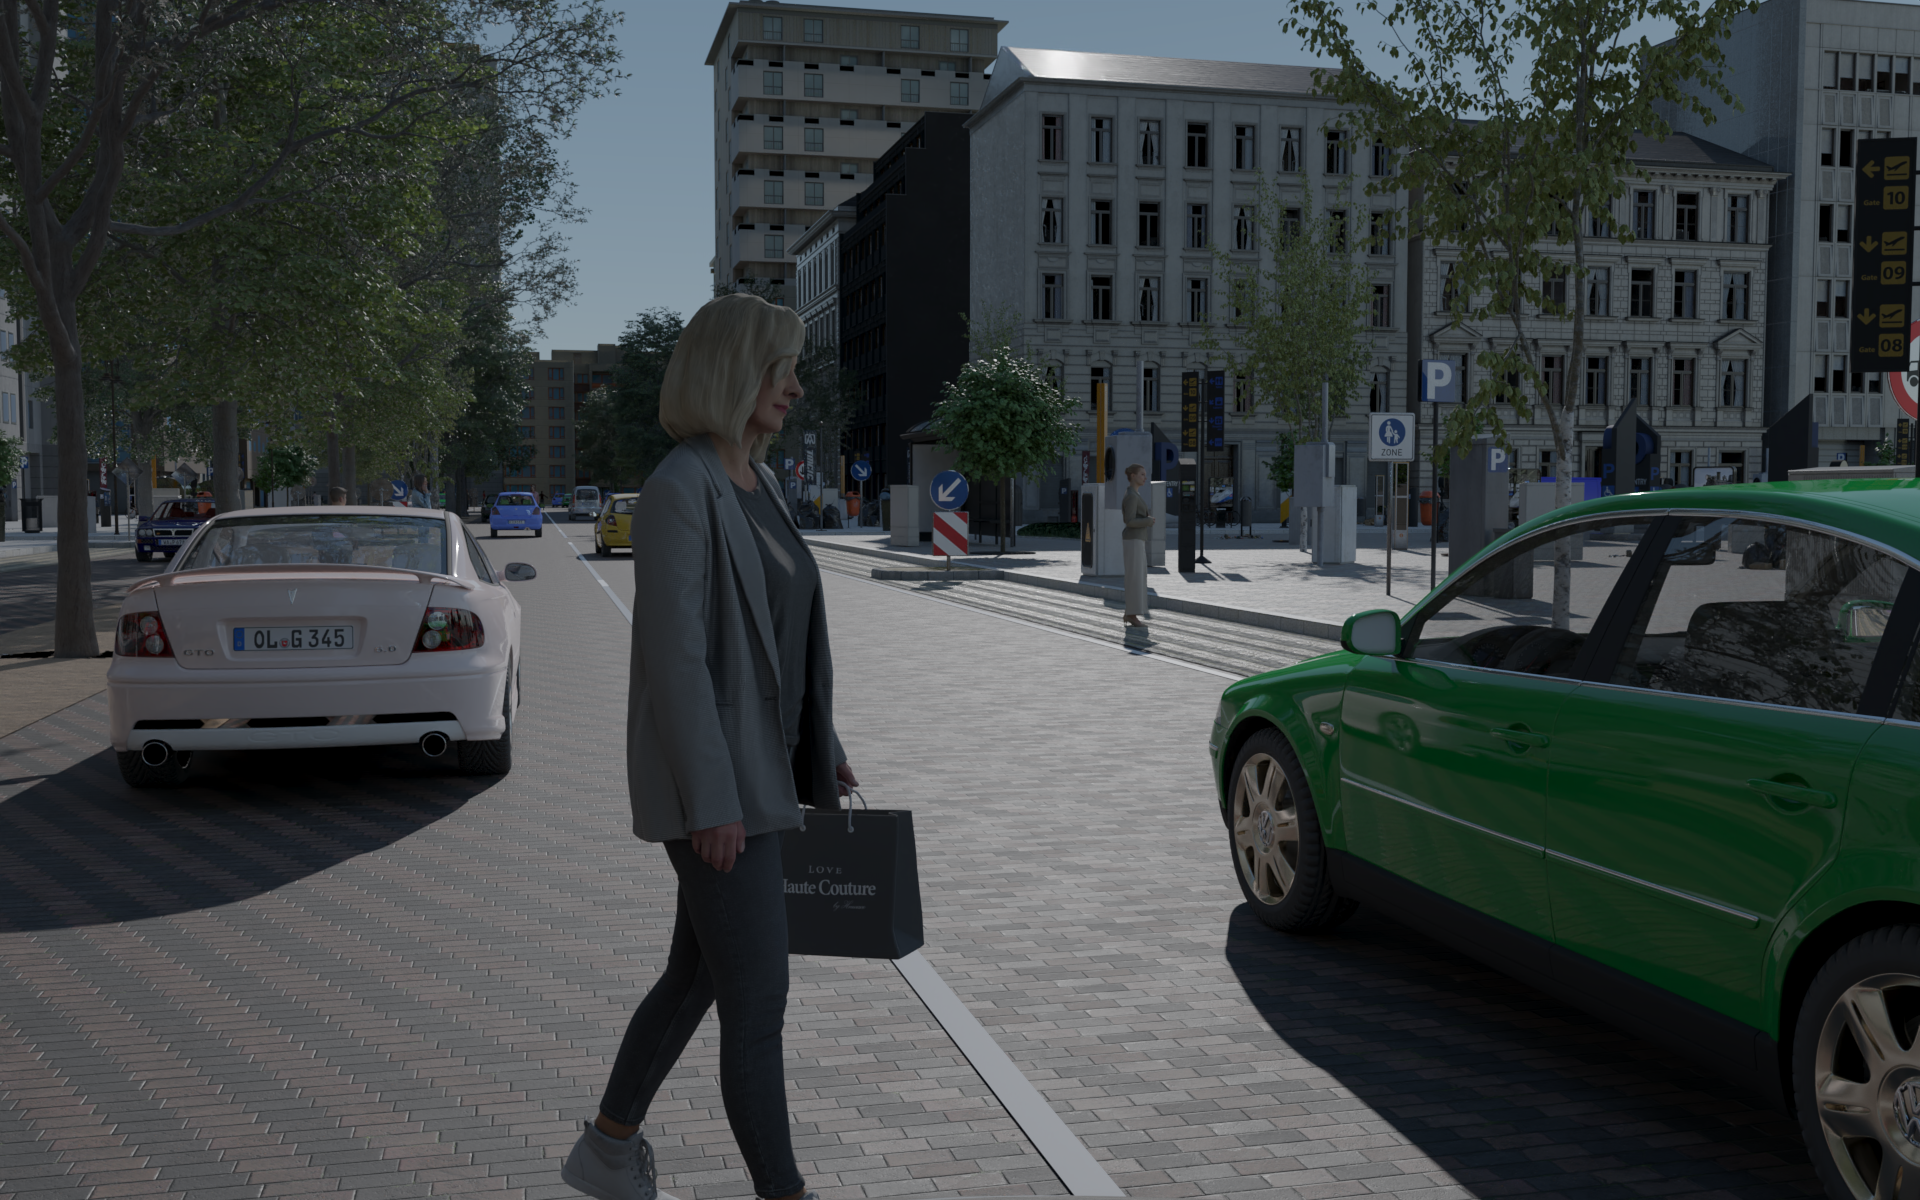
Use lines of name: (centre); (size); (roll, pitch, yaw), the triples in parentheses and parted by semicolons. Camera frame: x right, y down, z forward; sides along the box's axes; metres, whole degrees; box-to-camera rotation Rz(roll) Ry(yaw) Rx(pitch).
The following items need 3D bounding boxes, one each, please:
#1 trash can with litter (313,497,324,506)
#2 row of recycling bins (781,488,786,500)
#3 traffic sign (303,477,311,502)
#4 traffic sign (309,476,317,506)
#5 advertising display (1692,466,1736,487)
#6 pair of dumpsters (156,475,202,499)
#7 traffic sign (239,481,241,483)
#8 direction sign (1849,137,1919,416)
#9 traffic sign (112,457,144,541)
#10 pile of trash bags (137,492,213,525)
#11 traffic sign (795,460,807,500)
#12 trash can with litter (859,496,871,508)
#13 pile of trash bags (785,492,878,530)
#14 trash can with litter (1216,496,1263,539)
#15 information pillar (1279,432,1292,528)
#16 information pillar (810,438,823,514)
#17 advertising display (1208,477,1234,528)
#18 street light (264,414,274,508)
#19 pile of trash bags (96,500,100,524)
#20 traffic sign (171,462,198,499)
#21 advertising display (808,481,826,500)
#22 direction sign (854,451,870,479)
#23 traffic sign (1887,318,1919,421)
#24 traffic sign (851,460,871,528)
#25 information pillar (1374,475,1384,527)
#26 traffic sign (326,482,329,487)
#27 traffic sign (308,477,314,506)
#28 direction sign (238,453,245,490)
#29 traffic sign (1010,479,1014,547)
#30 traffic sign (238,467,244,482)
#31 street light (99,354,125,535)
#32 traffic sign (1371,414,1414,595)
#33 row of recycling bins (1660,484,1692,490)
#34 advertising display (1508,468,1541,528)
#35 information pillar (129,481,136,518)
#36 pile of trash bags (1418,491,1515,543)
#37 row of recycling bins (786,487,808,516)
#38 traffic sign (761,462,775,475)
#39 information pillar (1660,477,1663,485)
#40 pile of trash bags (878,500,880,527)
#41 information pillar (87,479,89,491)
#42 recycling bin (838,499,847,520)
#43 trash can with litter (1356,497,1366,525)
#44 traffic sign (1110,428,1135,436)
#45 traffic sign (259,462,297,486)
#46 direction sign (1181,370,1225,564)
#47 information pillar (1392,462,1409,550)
trash can with litter: (-45.783, -6.896, 124.142); (0.624, 1.170, 1.055); (2, 4, 25)
row of recycling bins: (-12.630, -7.009, 121.702); (1.069, 1.692, 3.534); (1, 4, 9)
traffic sign: (-42.445, -6.861, 112.285); (0.768, 2.556, 0.104); (-1, 4, -8)
traffic sign: (-44.600, -7.274, 119.030); (0.768, 2.556, 0.104); (-1, 4, -9)
advertising display: (17.434, -2.132, 40.075); (0.123, 1.923, 0.974); (-3, 5, -41)
pair of dumpsters: (-34.210, -4.462, 75.442); (1.574, 2.255, 4.437); (-1, 4, -14)
traffic sign: (-37.984, -5.540, 90.685); (0.768, 2.556, 0.104); (-1, 4, -13)
direction sign: (6.151, -1.166, 11.062); (0.876, 3.537, 0.379); (1, 4, 12)
traffic sign: (-22.603, -2.656, 47.071); (0.795, 2.450, 0.064); (-1, 4, -14)
pile of trash bags: (-30.823, -3.590, 68.452); (3.447, 1.369, 1.912); (2, 4, 26)
traffic sign: (-5.801, -3.978, 65.145); (0.768, 2.556, 0.104); (0, 4, -6)
trash can with litter: (-4.486, -4.566, 86.047); (1.055, 1.170, 0.624); (1, 4, 20)
pile of trash bags: (-5.042, -3.315, 63.956); (3.447, 1.369, 1.912); (-3, 5, -44)
trash can with litter: (7.971, -2.383, 50.014); (1.678, 1.210, 2.233); (3, 5, 40)
information pillar: (12.340, -4.528, 65.382); (0.504, 3.616, 0.183); (1, 4, 16)
information pillar: (-5.526, -4.598, 66.534); (0.504, 3.616, 0.183); (0, 4, -5)
advertising display: (9.854, -3.683, 65.428); (0.974, 1.923, 0.123); (-1, 4, -11)
street light: (-34.859, -7.032, 87.754); (0.468, 5.910, 1.993); (-1, 4, -14)
pile of trash bags: (-38.059, -3.958, 74.460); (1.912, 1.369, 3.447); (-2, 4, -27)
traffic sign: (-24.524, -3.130, 54.823); (0.795, 2.450, 0.064); (-1, 4, -14)
advertising display: (-7.193, -5.015, 87.214); (0.974, 1.923, 0.123); (1, 4, 18)
direction sign: (-5.218, -6.117, 92.006); (0.876, 3.537, 0.379); (-2, 4, -25)
traffic sign: (6.952, -0.757, 12.490); (0.768, 2.556, 0.104); (-1, 4, -13)
traffic sign: (-3.746, -4.009, 65.659); (0.768, 2.556, 0.104); (0, 4, -6)
information pillar: (16.454, -3.883, 67.977); (0.304, 2.012, 0.304); (0, 4, 1)
traffic sign: (-44.674, -7.540, 123.290); (0.884, 2.594, 0.081); (-1, 4, -9)
traffic sign: (-43.848, -7.121, 116.534); (0.768, 2.556, 0.104); (0, 4, -5)
direction sign: (-39.294, -6.285, 94.763); (0.379, 3.537, 0.876); (-3, 5, -42)
traffic sign: (1.253, -2.543, 41.684); (0.768, 2.556, 0.104); (-1, 4, -10)
traffic sign: (-33.093, -4.831, 79.098); (0.768, 2.556, 0.104); (0, 4, -6)
street light: (-26.610, -4.997, 54.487); (0.468, 5.910, 1.993); (-1, 4, -14)
traffic sign: (5.429, -1.208, 21.879); (0.606, 2.300, 0.079); (-1, 4, -11)
row of recycling bins: (29.037, -3.891, 70.731); (1.069, 1.692, 3.534); (-1, 4, -23)
advertising display: (14.072, -2.331, 43.329); (0.974, 1.923, 0.123); (-1, 4, -16)
information pillar: (-43.961, -5.348, 91.925); (0.304, 2.012, 0.304); (-2, 4, -34)
pile of trash bags: (13.436, -2.242, 46.408); (3.447, 1.369, 1.912); (-3, 5, -40)
row of recycling bins: (-8.937, -5.940, 104.225); (1.069, 1.692, 3.534); (2, 4, 27)
traffic sign: (-5.859, -2.908, 51.186); (0.795, 2.450, 0.064); (-1, 4, -14)
information pillar: (30.177, -4.312, 74.999); (0.304, 2.012, 0.304); (-2, 4, -32)
pile of trash bags: (-2.322, -3.624, 69.007); (3.447, 1.369, 1.912); (-1, 4, -13)
information pillar: (-43.670, -5.017, 86.514); (0.304, 2.012, 0.304); (-3, 4, -37)
recycling bin: (-6.013, -4.439, 85.134); (0.722, 1.027, 0.722); (2, 4, 29)
trash can with litter: (16.455, -3.795, 73.114); (2.233, 1.210, 1.678); (0, 4, 7)
traffic sign: (3.170, -2.045, 33.542); (0.768, 2.556, 0.104); (-1, 4, -10)
traffic sign: (-40.999, -6.754, 104.298); (2.265, 3.308, 0.079); (-1, 4, -11)
direction sign: (4.477, -2.446, 31.982); (0.876, 3.537, 0.379); (3, 4, 36)
information pillar: (10.109, -2.158, 39.770); (0.304, 2.012, 0.304); (0, 4, 1)
